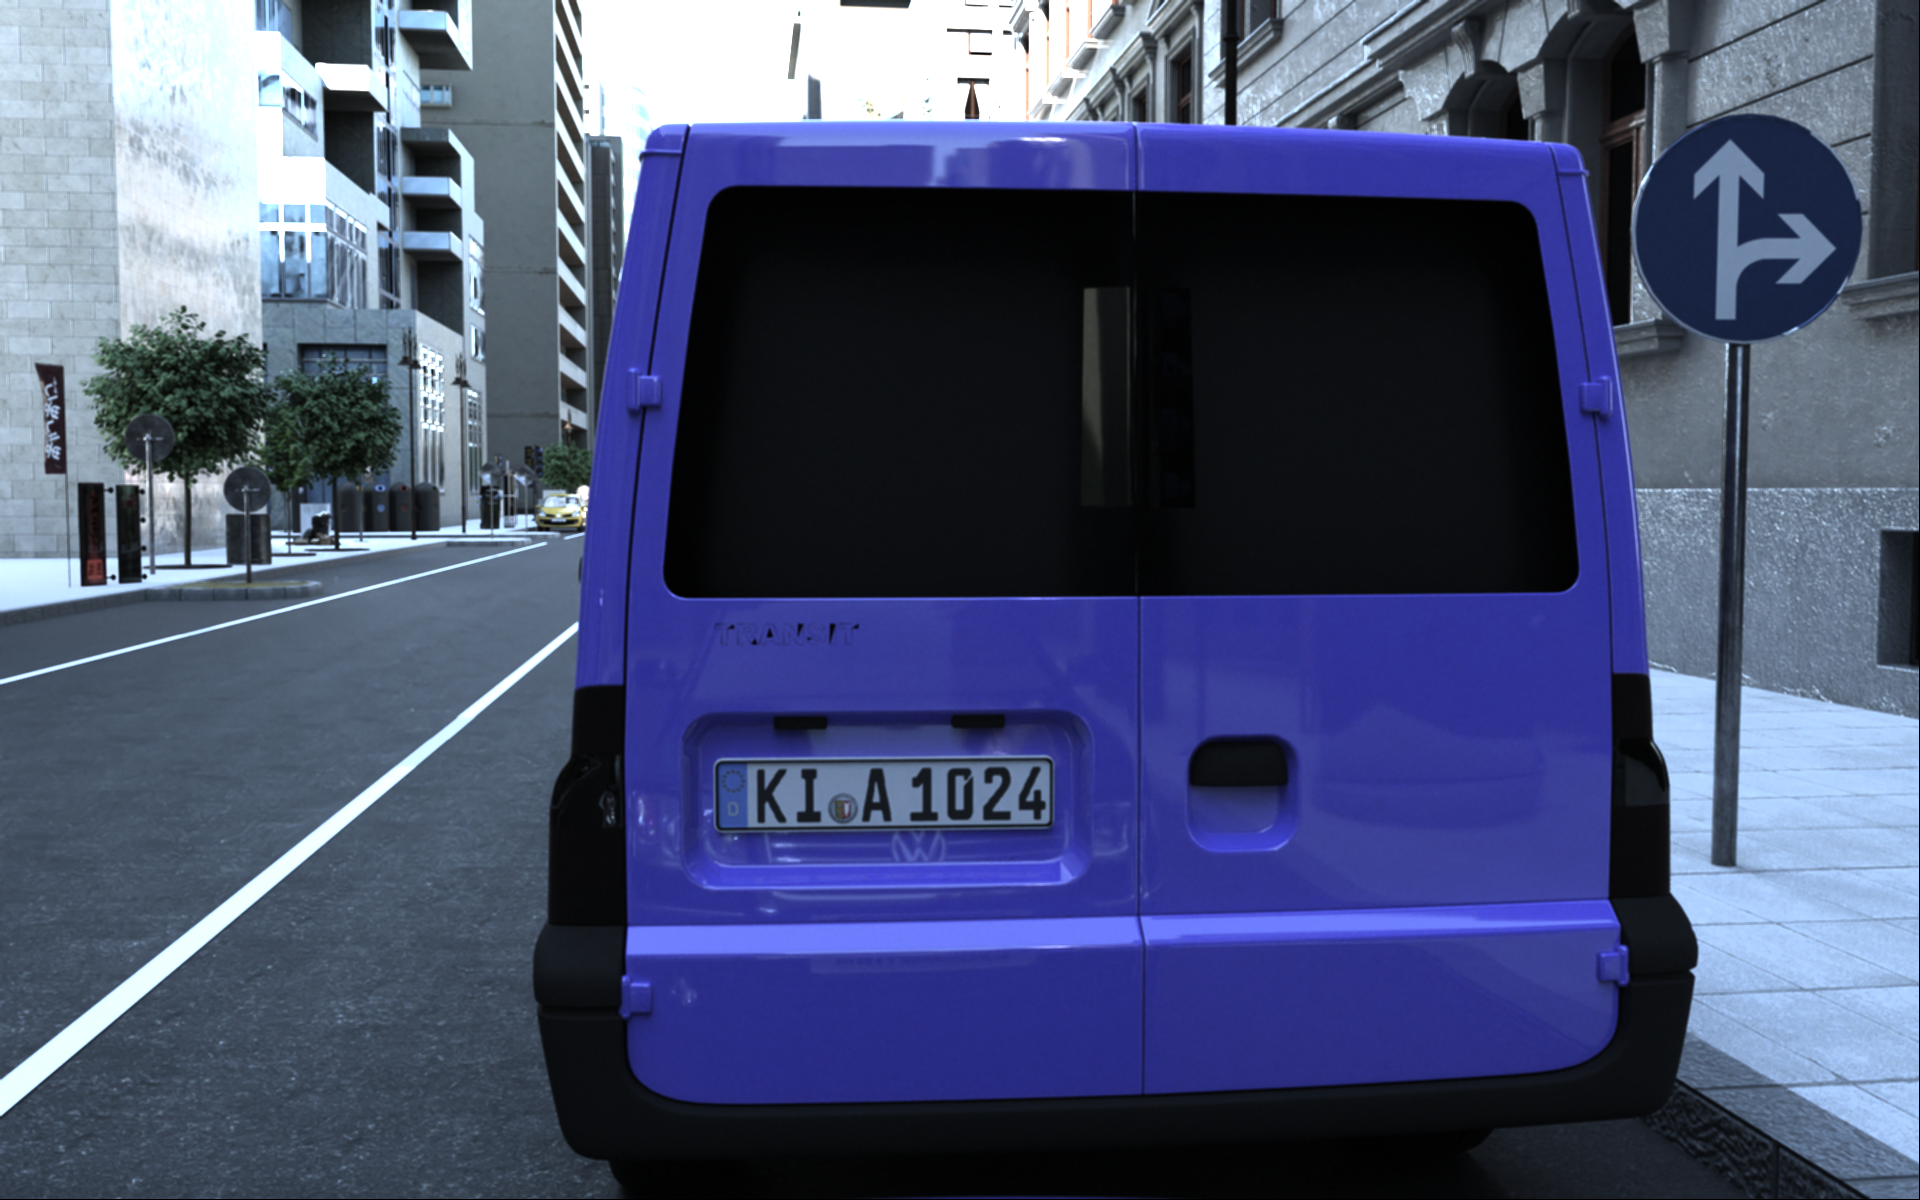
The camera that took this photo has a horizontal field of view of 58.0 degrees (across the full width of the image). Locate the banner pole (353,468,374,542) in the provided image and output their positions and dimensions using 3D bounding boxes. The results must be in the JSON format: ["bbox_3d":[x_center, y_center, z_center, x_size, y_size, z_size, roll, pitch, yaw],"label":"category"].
[{"bbox_3d":[-15.963,-3.451,46.437,0.401,3.779,0.863,1,4,13],"label":"banner pole"}]

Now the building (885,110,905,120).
[{"bbox_3d":[-1.109,-16.669,101.415,11.050,23.489,19.941,0,4,-7],"label":"building"}]

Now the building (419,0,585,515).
[{"bbox_3d":[-36.766,-30.078,115.482,21.300,48.544,21.600,0,4,-7],"label":"building"}]

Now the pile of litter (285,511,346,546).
[{"bbox_3d":[-16.185,-1.805,43.471,1.719,0.858,1.176,3,4,37],"label":"pile of litter"}]

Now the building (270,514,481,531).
[{"bbox_3d":[-32.009,-46.452,72.156,22.319,86.520,31.000,0,4,-7],"label":"building"}]

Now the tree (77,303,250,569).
[{"bbox_3d":[-13.486,-2.830,29.981,4.285,4.588,4.351,0,3,0],"label":"tree"}]

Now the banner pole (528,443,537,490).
[{"bbox_3d":[-21.103,-5.849,85.644,0.863,3.779,0.401,2,4,35],"label":"banner pole"}]

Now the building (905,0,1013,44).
[{"bbox_3d":[6.768,-12.947,66.439,16.860,20.320,10.420,0,4,-7],"label":"building"}]

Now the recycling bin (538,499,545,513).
[{"bbox_3d":[-20.714,-4.556,87.047,0.722,1.027,0.722,3,5,40],"label":"recycling bin"}]

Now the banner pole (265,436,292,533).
[{"bbox_3d":[-22.421,-4.087,56.840,0.863,3.779,0.401,-1,4,-18],"label":"banner pole"}]

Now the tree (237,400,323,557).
[{"bbox_3d":[-14.033,-2.519,35.794,1.663,3.219,1.824,0,3,0],"label":"tree"}]

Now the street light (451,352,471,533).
[{"bbox_3d":[-16.264,-5.127,56.612,0.468,5.910,1.993,0,4,-7],"label":"street light"}]

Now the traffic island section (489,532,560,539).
[{"bbox_3d":[-14.222,-2.109,56.760,2.009,0.180,2.903,0,4,-7],"label":"traffic island section"}]

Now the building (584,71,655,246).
[{"bbox_3d":[-53.760,-42.819,242.083,21.231,58.520,28.212,0,4,-7],"label":"building"}]

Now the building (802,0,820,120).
[{"bbox_3d":[-4.363,-38.034,163.852,21.231,58.520,28.212,0,4,-7],"label":"building"}]

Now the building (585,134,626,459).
[{"bbox_3d":[-44.360,-31.044,191.160,14.154,41.232,14.086,0,4,-7],"label":"building"}]

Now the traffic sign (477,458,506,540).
[{"bbox_3d":[-13.190,-2.761,48.780,0.795,2.450,0.064,0,4,-7],"label":"traffic sign"}]

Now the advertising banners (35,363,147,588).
[{"bbox_3d":[-12.107,-1.711,24.166,0.090,3.025,2.074,1,4,12],"label":"advertising banners"}]

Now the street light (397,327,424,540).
[{"bbox_3d":[-15.196,-4.601,48.015,0.468,5.910,1.993,0,4,-7],"label":"street light"}]

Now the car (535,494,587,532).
[{"bbox_3d":[-15.264,-3.448,66.590,2.015,1.641,3.980,0,4,-8],"label":"car"}]

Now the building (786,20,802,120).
[{"bbox_3d":[-4.411,-36.902,192.584,28.713,52.752,27.495,0,4,-7],"label":"building"}]

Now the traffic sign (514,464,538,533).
[{"bbox_3d":[-14.200,-3.245,56.702,0.795,2.450,0.064,0,4,-7],"label":"traffic sign"}]

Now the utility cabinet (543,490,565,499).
[{"bbox_3d":[-22.345,-5.304,95.402,1.173,1.500,0.318,0,4,0],"label":"utility cabinet"}]

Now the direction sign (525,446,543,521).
[{"bbox_3d":[-20.227,-5.520,82.248,0.876,3.537,0.379,1,4,11],"label":"direction sign"}]

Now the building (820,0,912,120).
[{"bbox_3d":[-4.239,-30.142,142.934,14.600,45.320,14.200,0,4,-7],"label":"building"}]

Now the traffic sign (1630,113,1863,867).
[{"bbox_3d":[2.646,-0.356,5.921,0.768,2.556,0.104,0,4,2],"label":"traffic sign"}]

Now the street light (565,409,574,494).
[{"bbox_3d":[-21.078,-7.389,93.606,0.468,5.910,1.993,0,4,-7],"label":"street light"}]

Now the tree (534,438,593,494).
[{"bbox_3d":[-23.390,-7.419,105.012,4.285,4.588,4.351,0,3,0],"label":"tree"}]

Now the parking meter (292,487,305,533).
[{"bbox_3d":[-21.662,-3.120,56.730,0.255,1.863,0.399,1,4,22],"label":"parking meter"}]

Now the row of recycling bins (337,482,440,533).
[{"bbox_3d":[-19.349,-3.148,58.577,3.534,1.692,1.069,-3,5,-44],"label":"row of recycling bins"}]

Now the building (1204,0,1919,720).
[{"bbox_3d":[11.000,-13.898,14.617,14.401,28.519,23.554,0,4,-7],"label":"building"}]

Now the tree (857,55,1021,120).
[{"bbox_3d":[-0.039,-4.838,29.469,4.360,8.622,3.978,0,3,0],"label":"tree"}]

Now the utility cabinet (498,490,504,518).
[{"bbox_3d":[-24.865,-5.126,92.496,1.173,1.500,0.318,2,4,31],"label":"utility cabinet"}]

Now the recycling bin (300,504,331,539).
[{"bbox_3d":[-17.139,-2.050,46.077,0.722,1.027,0.722,-1,4,-17],"label":"recycling bin"}]

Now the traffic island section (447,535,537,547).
[{"bbox_3d":[-13.212,-1.624,48.839,2.009,0.180,2.903,0,4,-7],"label":"traffic island section"}]

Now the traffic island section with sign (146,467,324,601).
[{"bbox_3d":[-10.099,-0.961,24.335,1.989,1.847,2.006,0,4,-7],"label":"traffic island section with sign"}]

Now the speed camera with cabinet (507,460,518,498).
[{"bbox_3d":[-26.707,-6.542,101.305,0.660,3.252,2.038,1,4,23],"label":"speed camera with cabinet"}]

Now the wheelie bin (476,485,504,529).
[{"bbox_3d":[-17.072,-3.374,63.065,0.980,1.594,0.693,-2,4,-31],"label":"wheelie bin"}]

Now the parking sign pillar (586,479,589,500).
[{"bbox_3d":[-25.553,-8.086,120.684,1.447,3.967,1.447,0,4,-5],"label":"parking sign pillar"}]

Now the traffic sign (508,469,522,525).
[{"bbox_3d":[-18.098,-4.189,70.620,0.606,2.300,0.079,0,4,-2],"label":"traffic sign"}]

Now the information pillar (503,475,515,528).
[{"bbox_3d":[-16.989,-3.716,65.241,0.304,2.012,0.304,2,4,31],"label":"information pillar"}]

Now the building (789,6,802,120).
[{"bbox_3d":[-18.003,-58.885,275.438,22.319,86.520,31.000,0,4,-7],"label":"building"}]

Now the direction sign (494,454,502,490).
[{"bbox_3d":[-26.199,-6.506,98.364,0.379,3.537,0.876,-3,5,-41],"label":"direction sign"}]

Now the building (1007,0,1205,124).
[{"bbox_3d":[7.663,-12.294,37.159,11.583,22.565,21.152,0,4,-7],"label":"building"}]

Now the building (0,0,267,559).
[{"bbox_3d":[-25.638,-11.212,38.074,16.860,20.320,10.420,0,4,-7],"label":"building"}]

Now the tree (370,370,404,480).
[{"bbox_3d":[-14.172,-3.399,39.290,4.285,4.588,4.351,0,3,0],"label":"tree"}]

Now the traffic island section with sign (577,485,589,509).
[{"bbox_3d":[-17.008,-4.276,78.547,1.989,1.847,2.006,0,4,-7],"label":"traffic island section with sign"}]

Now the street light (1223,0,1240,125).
[{"bbox_3d":[1.662,-2.317,10.676,0.468,5.910,1.993,0,4,-7],"label":"street light"}]

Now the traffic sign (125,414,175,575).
[{"bbox_3d":[-12.875,-1.678,27.540,0.768,2.556,0.104,0,4,-5],"label":"traffic sign"}]

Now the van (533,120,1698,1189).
[{"bbox_3d":[0.007,-0.057,5.316,2.240,2.365,5.245,0,4,-6],"label":"van"}]

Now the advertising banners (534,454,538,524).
[{"bbox_3d":[-17.919,-4.716,73.287,0.090,3.025,2.074,-1,4,-16],"label":"advertising banners"}]
